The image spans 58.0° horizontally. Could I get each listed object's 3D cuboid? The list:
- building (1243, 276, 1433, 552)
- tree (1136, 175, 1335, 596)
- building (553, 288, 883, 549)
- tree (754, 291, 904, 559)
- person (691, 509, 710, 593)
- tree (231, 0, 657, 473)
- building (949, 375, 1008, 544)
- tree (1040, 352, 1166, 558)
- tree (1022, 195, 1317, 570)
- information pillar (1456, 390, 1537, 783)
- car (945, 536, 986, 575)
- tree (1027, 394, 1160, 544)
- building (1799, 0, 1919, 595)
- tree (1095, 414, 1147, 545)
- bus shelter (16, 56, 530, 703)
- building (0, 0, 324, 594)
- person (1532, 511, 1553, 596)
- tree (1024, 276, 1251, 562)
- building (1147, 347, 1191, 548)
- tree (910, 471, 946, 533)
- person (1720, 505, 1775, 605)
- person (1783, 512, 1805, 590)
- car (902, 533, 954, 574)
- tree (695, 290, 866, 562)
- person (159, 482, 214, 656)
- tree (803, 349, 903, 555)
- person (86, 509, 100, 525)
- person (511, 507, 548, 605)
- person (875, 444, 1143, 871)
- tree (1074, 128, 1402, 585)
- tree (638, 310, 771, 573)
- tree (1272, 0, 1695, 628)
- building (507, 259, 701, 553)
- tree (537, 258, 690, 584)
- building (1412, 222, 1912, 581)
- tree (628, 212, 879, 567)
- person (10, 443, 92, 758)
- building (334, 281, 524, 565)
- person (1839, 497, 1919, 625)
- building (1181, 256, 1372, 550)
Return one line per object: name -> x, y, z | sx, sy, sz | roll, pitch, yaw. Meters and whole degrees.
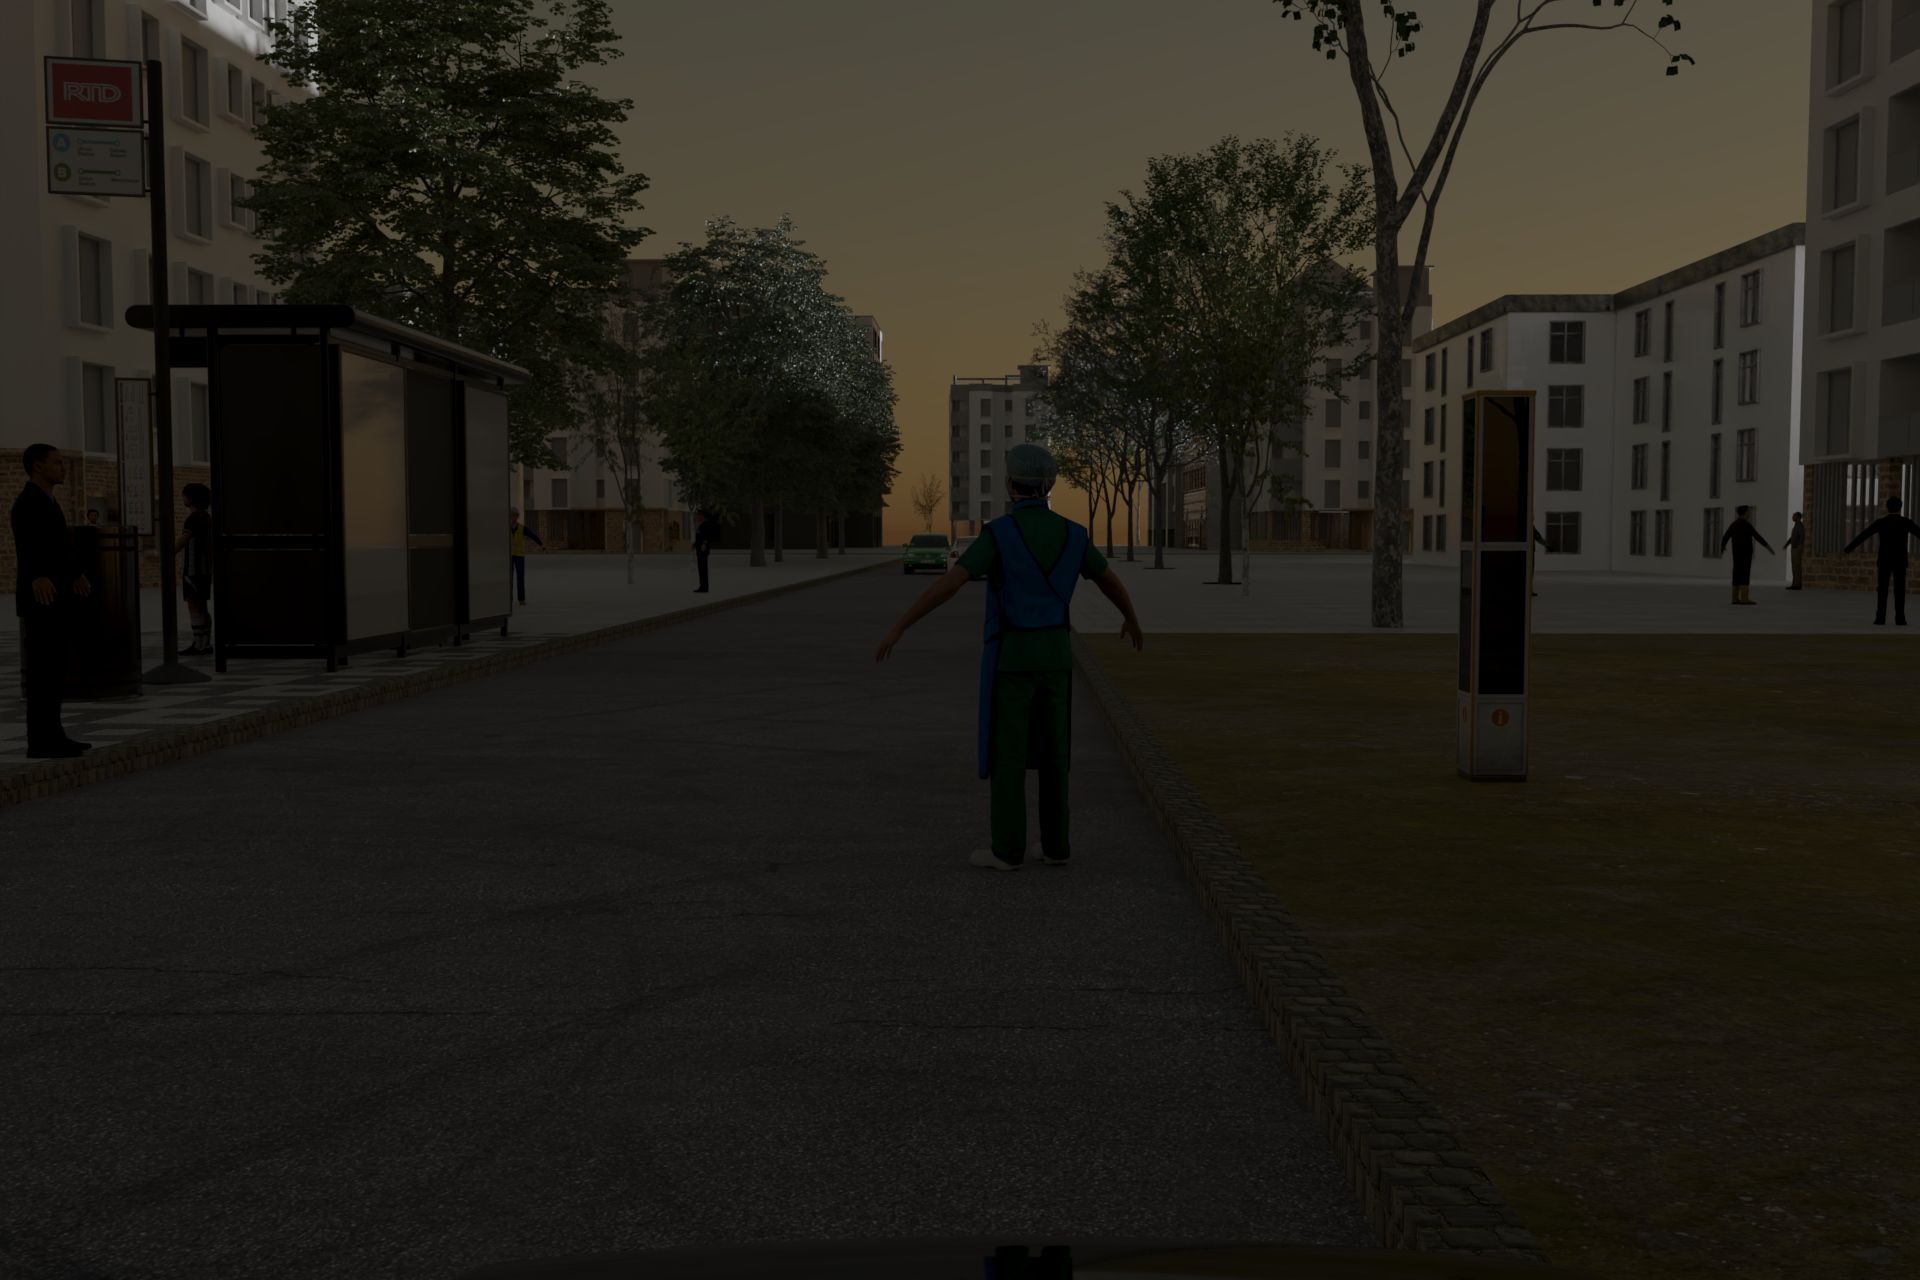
building -> 27.310, -16.992, 134.234 | 16.016, 20.090, 11.380 | 0, 4, 2
tree -> 5.799, -5.203, 35.432 | 4.737, 8.622, 4.395 | 0, 3, 0
building -> -22.119, -19.343, 160.229 | 27.936, 21.610, 32.646 | 0, 4, 1
tree -> -7.129, -11.206, 89.869 | 9.857, 13.997, 8.962 | 0, 3, 0
person -> -5.677, -1.962, 38.006 | 0.705, 1.837, 1.347 | -1, 4, -19
tree -> -9.112, -6.891, 30.798 | 7.486, 12.596, 7.792 | 0, 3, 0
building -> -0.890, -20.748, 198.110 | 11.380, 20.090, 16.016 | 0, 4, -2
tree -> 8.130, -10.221, 92.874 | 9.928, 11.665, 9.643 | 0, 3, 0
tree -> 7.171, -9.313, 62.631 | 12.009, 13.543, 11.850 | 0, 3, 0
information pillar -> 2.787, -0.277, 9.024 | 0.304, 2.012, 0.304 | 0, 4, 2
car -> 0.562, -2.588, 54.675 | 2.083, 1.381, 4.827 | 0, 4, 2
tree -> 7.998, -10.854, 103.217 | 9.928, 11.665, 9.643 | 0, 3, 0
building -> 25.169, -11.168, 39.017 | 16.016, 20.090, 11.380 | 0, 4, 2
tree -> 21.390, -21.031, 199.744 | 12.611, 20.169, 13.585 | 0, 3, 0
bus shelter -> -6.546, -2.428, 17.331 | 2.179, 5.291, 8.768 | 0, 4, 1
building -> -24.178, -11.137, 38.512 | 16.016, 20.090, 11.380 | 0, 4, 1
person -> 11.681, -1.827, 35.650 | 1.354, 1.856, 0.705 | -2, 4, -33
tree -> 7.875, -10.397, 80.366 | 12.009, 13.543, 11.850 | 0, 3, 0
building -> 28.255, -18.671, 171.730 | 16.747, 18.905, 31.486 | 0, 4, 2
tree -> -3.210, -15.275, 200.115 | 4.360, 8.622, 3.978 | 0, 3, 0
person -> 14.264, -1.553, 31.522 | 0.704, 1.812, 1.346 | -1, 4, -16
person -> 19.254, -2.057, 39.911 | 0.705, 1.796, 1.348 | 1, 4, 11
car -> -1.080, -3.306, 62.842 | 1.959, 1.807, 4.718 | 0, 4, 2
tree -> -8.151, -9.823, 78.734 | 7.486, 12.596, 7.792 | 0, 3, 0
person -> -8.125, -0.749, 18.383 | 0.704, 1.843, 1.345 | 0, 4, -4
tree -> -6.969, -11.497, 106.098 | 7.486, 12.596, 7.792 | 0, 3, 0
person -> -15.777, -1.520, 31.577 | 1.216, 1.740, 0.721 | -2, 4, -29
person -> -8.067, -1.521, 31.331 | 1.216, 1.772, 0.721 | 0, 4, -7
person -> 0.278, 0.068, 7.468 | 1.347, 1.817, 0.704 | -2, 4, -30
tree -> 6.951, -7.235, 44.041 | 9.928, 11.665, 9.643 | 0, 3, 0
tree -> -8.663, -6.521, 56.982 | 4.737, 8.622, 4.395 | 0, 3, 0
tree -> 6.302, -10.151, 21.856 | 12.611, 20.169, 13.585 | 0, 3, 0
building -> -25.180, -16.157, 120.580 | 16.016, 20.090, 11.380 | 0, 4, 1
tree -> -8.312, -5.761, 44.561 | 4.360, 8.622, 3.978 | 0, 3, 0
building -> 23.634, -7.258, 60.821 | 9.099, 9.664, 28.070 | 0, 4, 2
tree -> -8.053, -9.852, 67.735 | 9.857, 13.997, 8.962 | 0, 3, 0
person -> -5.263, -0.233, 10.031 | 0.704, 1.802, 1.346 | -1, 4, -19
building -> -22.590, -7.919, 71.626 | 9.099, 9.664, 28.070 | 0, 4, 1
person -> 13.148, -1.115, 24.423 | 1.347, 1.806, 0.705 | 2, 4, 28
building -> 29.013, -19.273, 146.043 | 19.493, 23.208, 18.063 | 0, 4, 1
